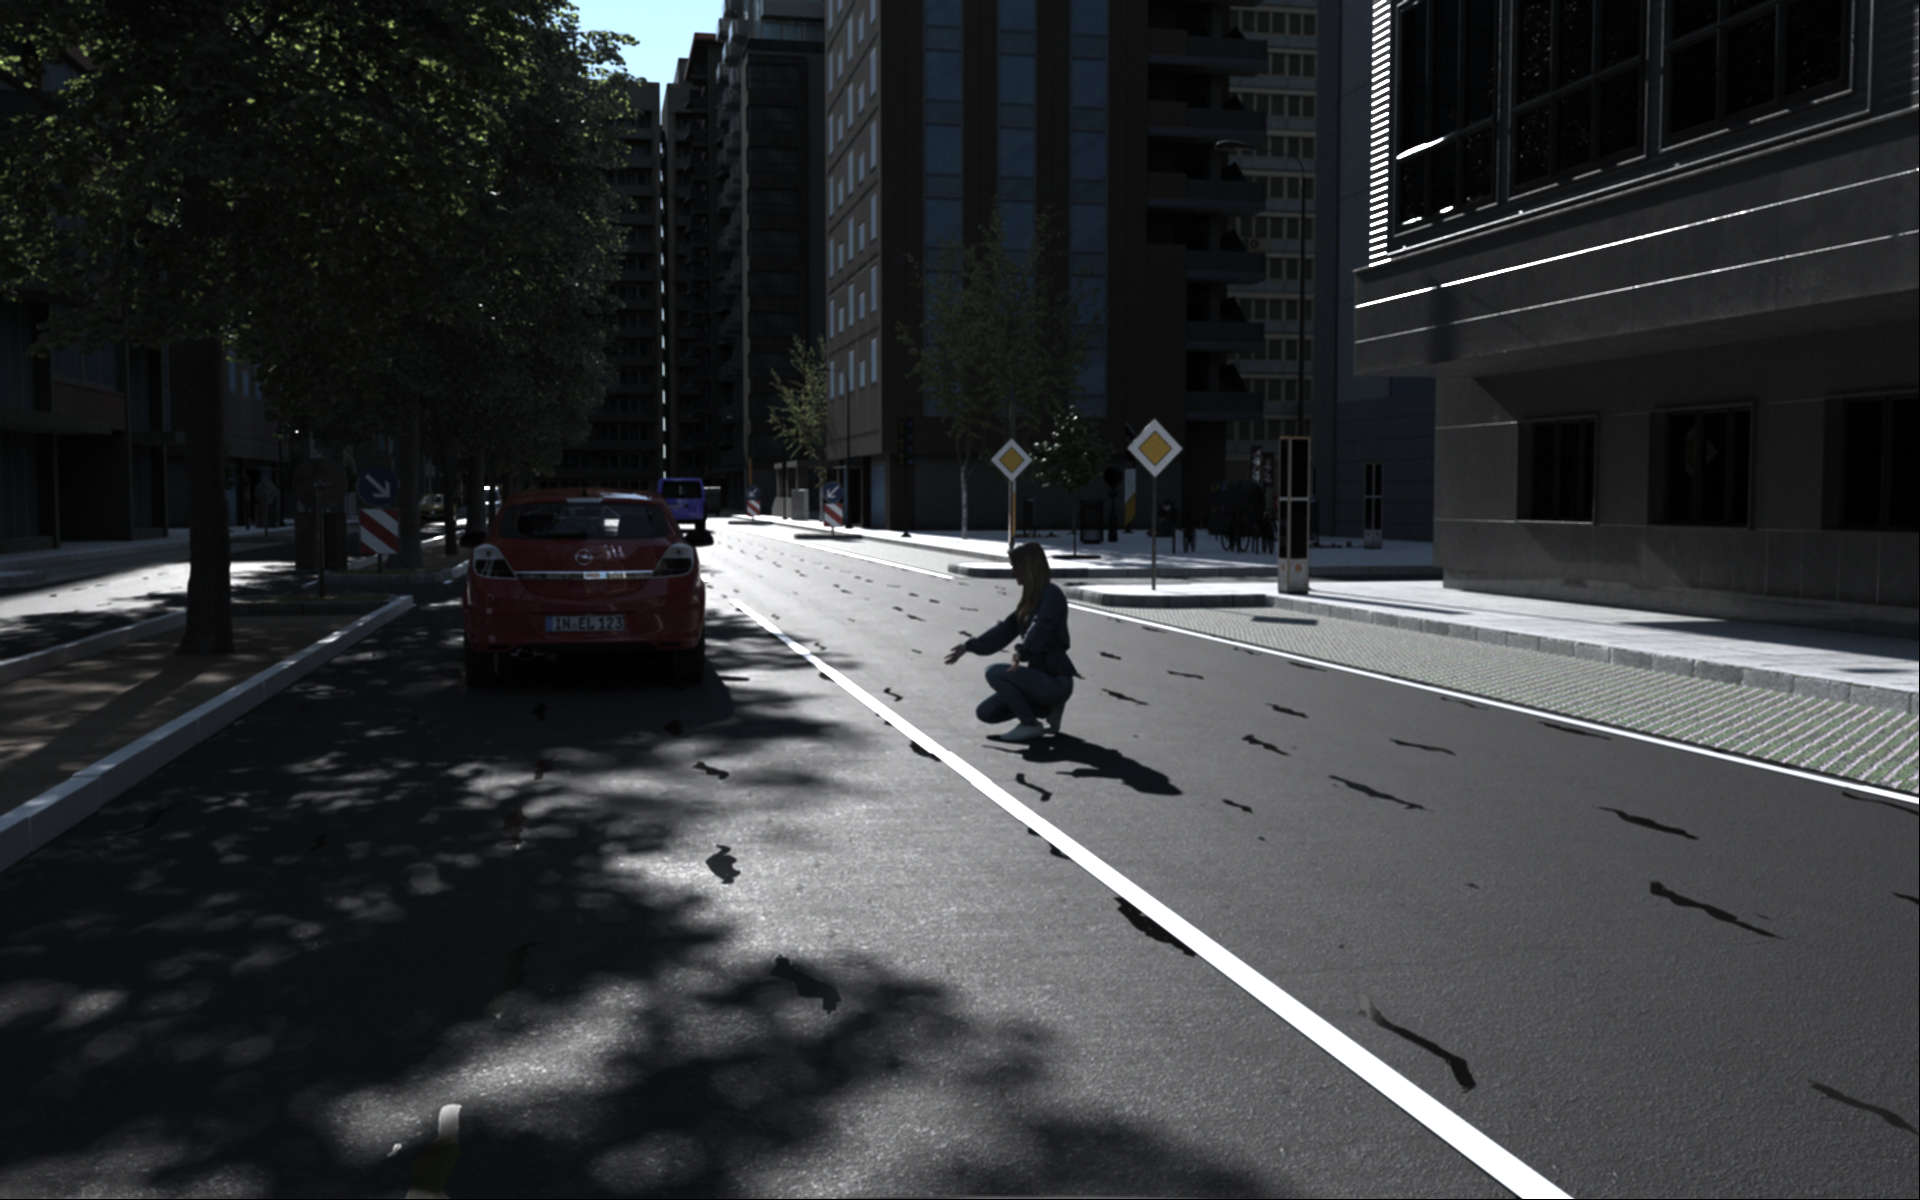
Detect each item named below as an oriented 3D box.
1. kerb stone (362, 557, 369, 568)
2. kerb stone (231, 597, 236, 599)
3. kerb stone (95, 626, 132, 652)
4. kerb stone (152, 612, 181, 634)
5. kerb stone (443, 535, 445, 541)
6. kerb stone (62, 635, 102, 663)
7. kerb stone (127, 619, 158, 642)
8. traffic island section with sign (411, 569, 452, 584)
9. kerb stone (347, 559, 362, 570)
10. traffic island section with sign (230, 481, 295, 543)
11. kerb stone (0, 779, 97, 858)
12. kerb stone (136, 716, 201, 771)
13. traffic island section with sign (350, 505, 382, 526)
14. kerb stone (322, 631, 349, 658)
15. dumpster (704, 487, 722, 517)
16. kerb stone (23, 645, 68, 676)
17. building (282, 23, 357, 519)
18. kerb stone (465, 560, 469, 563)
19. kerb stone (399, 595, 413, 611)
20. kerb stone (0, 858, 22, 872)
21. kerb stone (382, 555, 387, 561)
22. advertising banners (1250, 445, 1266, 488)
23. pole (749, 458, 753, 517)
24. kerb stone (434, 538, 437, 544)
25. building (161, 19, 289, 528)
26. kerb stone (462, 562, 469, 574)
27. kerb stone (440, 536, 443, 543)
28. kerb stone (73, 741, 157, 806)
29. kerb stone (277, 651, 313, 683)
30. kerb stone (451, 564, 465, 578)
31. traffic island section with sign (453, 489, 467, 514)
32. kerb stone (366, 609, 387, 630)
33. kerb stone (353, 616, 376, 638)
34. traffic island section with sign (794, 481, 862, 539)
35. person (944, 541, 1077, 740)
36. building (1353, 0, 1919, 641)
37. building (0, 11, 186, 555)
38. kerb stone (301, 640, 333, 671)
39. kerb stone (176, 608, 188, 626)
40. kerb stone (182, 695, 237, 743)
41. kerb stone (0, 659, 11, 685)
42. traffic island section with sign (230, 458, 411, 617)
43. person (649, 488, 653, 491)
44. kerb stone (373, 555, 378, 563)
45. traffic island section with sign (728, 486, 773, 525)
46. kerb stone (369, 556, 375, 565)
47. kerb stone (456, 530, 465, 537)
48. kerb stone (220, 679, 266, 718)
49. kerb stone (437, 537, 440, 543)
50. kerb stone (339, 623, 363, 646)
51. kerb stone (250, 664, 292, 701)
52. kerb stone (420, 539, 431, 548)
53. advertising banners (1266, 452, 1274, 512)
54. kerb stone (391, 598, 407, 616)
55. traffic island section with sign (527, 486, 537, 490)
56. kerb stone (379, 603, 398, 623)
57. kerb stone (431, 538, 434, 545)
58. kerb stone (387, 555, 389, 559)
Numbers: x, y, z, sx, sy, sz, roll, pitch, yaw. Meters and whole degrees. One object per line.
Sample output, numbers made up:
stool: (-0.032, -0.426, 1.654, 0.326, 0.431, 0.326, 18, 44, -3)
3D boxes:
kerb stone: (-11.629, -0.695, 33.555, 0.120, 0.150, 1.000, -1, 4, -12)
kerb stone: (-8.942, 0.072, 21.016, 0.120, 0.150, 1.000, -1, 4, -12)
kerb stone: (-7.874, 0.379, 16.006, 0.120, 0.150, 1.000, -1, 4, -12)
kerb stone: (-8.301, 0.256, 18.005, 0.120, 0.150, 1.000, -1, 4, -12)
kerb stone: (-15.487, -1.799, 51.602, 0.120, 0.150, 1.000, -1, 4, -12)
kerb stone: (-7.660, 0.443, 15.007, 0.120, 0.150, 1.000, -1, 4, -12)
kerb stone: (-8.090, 0.319, 17.005, 0.120, 0.150, 1.000, -1, 4, -12)
traffic island section with sign: (-9.451, -1.240, 28.413, 2.006, 1.907, 1.989, -1, 4, -12)
kerb stone: (-11.417, -0.633, 32.550, 0.120, 0.150, 1.000, -1, 4, -12)
traffic island section with sign: (-20.674, -2.624, 51.530, 1.989, 1.847, 2.006, -1, 4, -12)
kerb stone: (-3.874, 0.912, 7.395, 0.120, 0.150, 1.000, -1, 4, -12)
kerb stone: (-4.312, 0.783, 9.402, 0.120, 0.150, 1.000, -1, 4, -12)
traffic island section with sign: (-26.364, -4.251, 78.139, 1.989, 1.847, 2.006, -1, 4, -12)
kerb stone: (-5.599, 0.414, 15.429, 0.120, 0.150, 1.000, -1, 4, -12)
dumpster: (-15.695, -6.044, 107.037, 1.865, 1.857, 1.264, -1, 4, -13)
kerb stone: (-7.446, 0.504, 14.006, 0.120, 0.150, 1.000, -1, 4, -12)
building: (-40.327, -24.904, 90.779, 14.154, 41.232, 14.086, -1, 4, -12)
kerb stone: (-9.146, -0.596, 31.995, 0.120, 0.150, 1.000, -1, 4, -12)
kerb stone: (-6.885, 0.046, 21.445, 0.120, 0.150, 1.000, -1, 4, -12)
kerb stone: (-3.661, 0.966, 6.395, 0.120, 0.150, 1.000, -1, 4, -12)
kerb stone: (-12.276, -0.879, 36.565, 0.120, 0.150, 1.000, -1, 4, -12)
advertising banners: (9.974, -4.016, 61.856, 2.074, 3.025, 0.090, -2, 4, -30)
pole: (-11.788, -6.342, 97.538, 0.158, 3.312, 0.155, 0, 3, 0)
kerb stone: (-14.851, -1.613, 48.602, 0.120, 0.150, 1.000, -1, 4, -12)
building: (-35.715, -25.622, 69.038, 14.600, 45.320, 14.200, -1, 4, -12)
kerb stone: (-8.928, -0.538, 30.990, 0.120, 0.150, 1.000, -1, 4, -12)
kerb stone: (-15.283, -1.736, 50.601, 0.120, 0.150, 1.000, -1, 4, -12)
kerb stone: (-4.095, 0.844, 8.403, 0.120, 0.150, 1.000, -1, 4, -12)
kerb stone: (-5.172, 0.538, 13.416, 0.120, 0.150, 1.000, -1, 4, -12)
kerb stone: (-8.721, -0.476, 29.986, 0.120, 0.150, 1.000, -1, 4, -12)
traffic island section with sign: (-36.992, -7.283, 127.709, 1.989, 1.847, 2.006, -1, 4, -12)
kerb stone: (-6.249, 0.230, 18.438, 0.120, 0.150, 1.000, -1, 4, -12)
kerb stone: (-6.033, 0.294, 17.432, 0.120, 0.150, 1.000, -1, 4, -12)
traffic island section with sign: (-4.263, -2.853, 55.267, 1.989, 1.847, 2.006, -1, 4, -12)
person: (0.338, 0.236, 10.138, 0.738, 1.151, 1.012, 0, 4, -8)
building: (14.909, -11.643, 9.436, 14.314, 24.678, 30.058, -1, 4, -12)
building: (-31.146, -23.563, 39.885, 22.147, 44.769, 28.867, -1, 4, -12)
kerb stone: (-5.385, 0.475, 14.426, 0.120, 0.150, 1.000, -1, 4, -12)
kerb stone: (-8.523, 0.197, 19.010, 0.120, 0.150, 1.000, -1, 4, -12)
kerb stone: (-4.526, 0.721, 10.408, 0.120, 0.150, 1.000, -1, 4, -12)
kerb stone: (-7.232, 0.562, 13.000, 0.120, 0.150, 1.000, -1, 4, -12)
traffic island section with sign: (-7.910, -0.797, 21.168, 2.006, 1.907, 1.989, -1, 4, -12)
person: (-16.020, -4.933, 89.998, 0.563, 1.720, 0.643, -2, 4, -31)
kerb stone: (-12.060, -0.818, 35.565, 0.120, 0.150, 1.000, -1, 4, -12)
traffic island section with sign: (-9.920, -4.465, 81.624, 1.989, 1.847, 2.006, -1, 4, -12)
kerb stone: (-11.847, -0.748, 34.554, 0.120, 0.150, 1.000, -1, 4, -12)
kerb stone: (-17.208, -2.289, 59.622, 0.120, 0.150, 1.000, -1, 4, -12)
kerb stone: (-4.747, 0.663, 11.411, 0.120, 0.150, 1.000, -1, 4, -12)
kerb stone: (-15.069, -1.671, 49.601, 0.120, 0.150, 1.000, -1, 4, -12)
kerb stone: (-5.818, 0.356, 16.433, 0.120, 0.150, 1.000, -1, 4, -12)
kerb stone: (-4.956, 0.598, 12.417, 0.120, 0.150, 1.000, -1, 4, -12)
kerb stone: (-14.417, -1.492, 46.585, 0.120, 0.150, 1.000, -1, 4, -12)
advertising banners: (13.717, -4.690, 72.871, 2.074, 3.025, 0.090, 0, 4, 3)
kerb stone: (-6.675, 0.116, 20.442, 0.120, 0.150, 1.000, -1, 4, -12)
traffic island section with sign: (-25.193, -5.734, 101.891, 2.006, 1.907, 1.989, -1, 4, -12)
kerb stone: (-6.458, 0.173, 19.439, 0.120, 0.150, 1.000, -1, 4, -12)
kerb stone: (-14.635, -1.554, 47.598, 0.120, 0.150, 1.000, -1, 4, -12)
kerb stone: (-12.493, -0.940, 37.564, 0.120, 0.150, 1.000, -1, 4, -12)
